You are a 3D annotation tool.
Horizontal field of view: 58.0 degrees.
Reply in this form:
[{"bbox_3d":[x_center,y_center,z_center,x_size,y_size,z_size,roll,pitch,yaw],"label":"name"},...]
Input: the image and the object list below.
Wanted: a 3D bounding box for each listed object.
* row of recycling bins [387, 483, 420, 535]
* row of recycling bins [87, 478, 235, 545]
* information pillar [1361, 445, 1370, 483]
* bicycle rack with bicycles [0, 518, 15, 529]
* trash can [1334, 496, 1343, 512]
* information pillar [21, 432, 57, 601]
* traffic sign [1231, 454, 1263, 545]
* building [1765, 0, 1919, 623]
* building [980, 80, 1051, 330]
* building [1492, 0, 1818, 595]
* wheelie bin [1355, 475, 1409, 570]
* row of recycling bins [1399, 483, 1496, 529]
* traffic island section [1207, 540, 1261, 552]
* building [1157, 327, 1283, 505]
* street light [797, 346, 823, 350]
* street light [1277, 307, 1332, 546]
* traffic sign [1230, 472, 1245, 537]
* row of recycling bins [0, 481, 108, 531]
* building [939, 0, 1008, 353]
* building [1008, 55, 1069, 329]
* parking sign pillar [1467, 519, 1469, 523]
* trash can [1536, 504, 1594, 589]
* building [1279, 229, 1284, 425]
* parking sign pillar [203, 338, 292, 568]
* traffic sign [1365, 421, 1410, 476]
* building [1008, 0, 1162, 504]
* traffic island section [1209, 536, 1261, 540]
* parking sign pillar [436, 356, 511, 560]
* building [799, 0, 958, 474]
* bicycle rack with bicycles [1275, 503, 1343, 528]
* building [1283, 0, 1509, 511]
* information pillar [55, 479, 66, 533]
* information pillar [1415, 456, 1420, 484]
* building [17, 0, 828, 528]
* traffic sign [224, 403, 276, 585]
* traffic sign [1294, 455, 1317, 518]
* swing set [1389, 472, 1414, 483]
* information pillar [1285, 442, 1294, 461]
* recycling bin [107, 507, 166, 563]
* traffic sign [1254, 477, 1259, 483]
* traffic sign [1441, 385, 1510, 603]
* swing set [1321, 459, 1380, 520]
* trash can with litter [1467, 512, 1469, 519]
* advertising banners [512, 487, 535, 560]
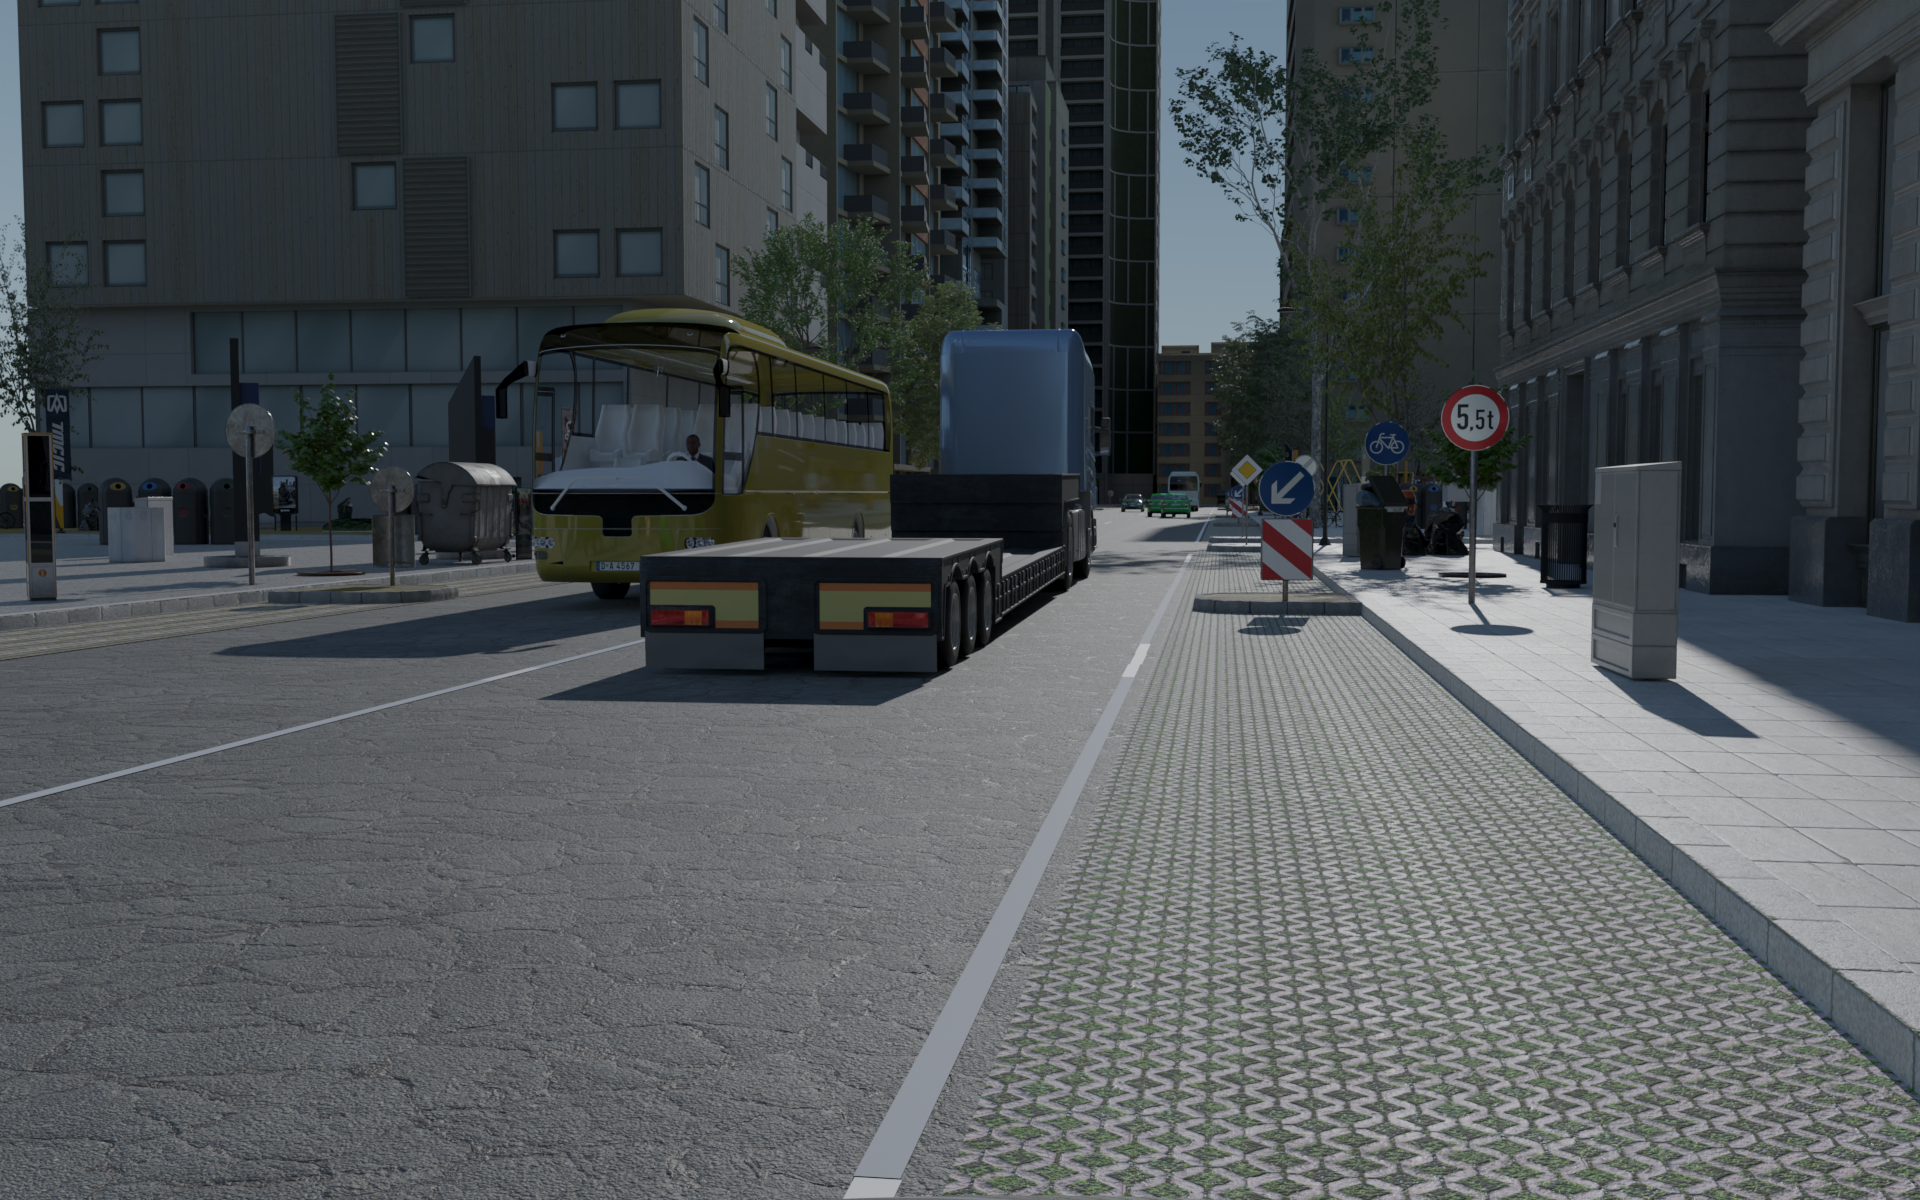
[{"bbox_3d":[-16.494,-2.924,54.912,3.534,1.692,1.069,0,4,8],"label":"row of recycling bins"},{"bbox_3d":[-20.059,-2.259,44.050,3.534,1.692,1.069,0,4,-5],"label":"row of recycling bins"},{"bbox_3d":[19.224,-5.557,82.210,0.504,3.616,0.183,-2,4,-28],"label":"information pillar"},{"bbox_3d":[-35.981,-2.991,62.285,2.925,0.926,2.852,0,4,-7],"label":"bicycle rack with bicycles"},{"bbox_3d":[27.363,-6.933,125.002,0.748,1.137,0.748,0,3,0],"label":"trash can"},{"bbox_3d":[-11.089,-1.001,20.862,0.304,2.012,0.304,-2,4,-33],"label":"information pillar"},{"bbox_3d":[7.233,-2.449,43.681,0.795,2.450,0.064,1,4,9],"label":"traffic sign"},{"bbox_3d":[13.334,-11.097,10.318,11.050,23.489,19.941,1,4,9],"label":"building"},{"bbox_3d":[1.035,-29.583,167.281,14.154,41.232,14.086,1,4,9],"label":"building"},{"bbox_3d":[15.500,-11.032,29.518,9.793,20.994,18.267,1,4,9],"label":"building"},{"bbox_3d":[7.130,-1.317,29.436,0.980,1.594,0.693,-2,4,-35],"label":"wheelie bin"},{"bbox_3d":[17.669,-3.438,63.326,3.534,1.692,1.069,0,4,4],"label":"row of recycling bins"},{"bbox_3d":[7.257,-1.313,43.754,2.009,0.180,2.903,1,4,9],"label":"traffic island section"},{"bbox_3d":[40.602,-23.193,224.241,28.899,21.520,27.650,1,4,9],"label":"building"},{"bbox_3d":[-4.981,-5.006,54.386,1.470,5.913,1.316,1,4,9],"label":"street light"},{"bbox_3d":[8.580,-4.320,43.170,1.470,5.913,1.316,1,4,9],"label":"street light"},{"bbox_3d":[8.423,-2.932,51.577,0.795,2.450,0.064,1,4,9],"label":"traffic sign"},{"bbox_3d":[-34.184,-3.545,65.066,3.534,1.692,1.069,-1,4,-11],"label":"row of recycling bins"},{"bbox_3d":[-6.609,-50.864,144.292,22.319,86.520,31.000,1,4,9],"label":"building"},{"bbox_3d":[0.476,-34.667,190.503,21.600,48.544,21.300,1,4,9],"label":"building"},{"bbox_3d":[22.987,-5.354,76.004,1.447,3.967,1.447,-2,4,-30],"label":"parking sign pillar"},{"bbox_3d":[8.257,-0.735,23.677,0.748,1.137,0.748,0,3,0],"label":"trash can"},{"bbox_3d":[41.846,-25.519,188.941,14.160,30.474,14.107,1,4,9],"label":"building"},{"bbox_3d":[-12.656,-2.581,30.664,1.447,3.967,1.447,-1,4,-22],"label":"parking sign pillar"},{"bbox_3d":[7.490,-1.854,30.424,0.768,2.556,0.104,1,4,18],"label":"traffic sign"},{"bbox_3d":[15.073,-47.991,222.901,20.611,71.187,20.563,1,4,9],"label":"building"},{"bbox_3d":[8.447,-1.796,51.650,2.009,0.180,2.903,1,4,9],"label":"traffic island section"},{"bbox_3d":[-9.699,-2.810,34.412,1.447,3.967,1.447,-3,5,-39],"label":"parking sign pillar"},{"bbox_3d":[-12.178,-28.044,113.136,22.147,44.769,28.867,1,4,9],"label":"building"},{"bbox_3d":[13.528,-3.268,66.810,2.925,0.926,2.852,-1,4,-11],"label":"bicycle rack with bicycles"},{"bbox_3d":[37.701,-31.678,141.645,21.300,48.544,21.600,1,4,9],"label":"building"},{"bbox_3d":[-29.530,-3.999,56.740,0.183,3.616,0.504,-3,5,-44],"label":"information pillar"},{"bbox_3d":[26.503,-6.666,100.343,0.183,3.616,0.504,-1,4,-10],"label":"information pillar"},{"bbox_3d":[-21.524,-29.880,77.776,28.713,52.752,27.495,1,4,9],"label":"building"},{"bbox_3d":[-9.974,-1.481,24.326,0.768,2.556,0.104,1,4,9],"label":"traffic sign"},{"bbox_3d":[11.238,-3.448,56.473,0.768,2.556,0.104,1,4,13],"label":"traffic sign"},{"bbox_3d":[30.832,-7.672,123.050,3.119,2.851,2.862,1,4,10],"label":"swing set"},{"bbox_3d":[14.846,-5.311,78.196,0.183,3.616,0.504,-2,4,-30],"label":"information pillar"},{"bbox_3d":[-15.520,-1.229,32.653,0.722,1.027,0.722,1,4,20],"label":"recycling bin"},{"bbox_3d":[19.487,-6.882,112.628,0.768,2.556,0.104,1,4,18],"label":"traffic sign"},{"bbox_3d":[6.012,-1.234,20.274,0.768,2.556,0.104,1,4,13],"label":"traffic sign"},{"bbox_3d":[17.601,-5.014,79.594,2.862,2.851,3.119,0,4,3],"label":"swing set"},{"bbox_3d":[27.598,-4.841,90.202,2.233,1.210,1.678,1,4,14],"label":"trash can with litter"},{"bbox_3d":[-8.244,-2.345,34.535,0.090,3.025,2.074,2,4,25],"label":"advertising banners"}]
